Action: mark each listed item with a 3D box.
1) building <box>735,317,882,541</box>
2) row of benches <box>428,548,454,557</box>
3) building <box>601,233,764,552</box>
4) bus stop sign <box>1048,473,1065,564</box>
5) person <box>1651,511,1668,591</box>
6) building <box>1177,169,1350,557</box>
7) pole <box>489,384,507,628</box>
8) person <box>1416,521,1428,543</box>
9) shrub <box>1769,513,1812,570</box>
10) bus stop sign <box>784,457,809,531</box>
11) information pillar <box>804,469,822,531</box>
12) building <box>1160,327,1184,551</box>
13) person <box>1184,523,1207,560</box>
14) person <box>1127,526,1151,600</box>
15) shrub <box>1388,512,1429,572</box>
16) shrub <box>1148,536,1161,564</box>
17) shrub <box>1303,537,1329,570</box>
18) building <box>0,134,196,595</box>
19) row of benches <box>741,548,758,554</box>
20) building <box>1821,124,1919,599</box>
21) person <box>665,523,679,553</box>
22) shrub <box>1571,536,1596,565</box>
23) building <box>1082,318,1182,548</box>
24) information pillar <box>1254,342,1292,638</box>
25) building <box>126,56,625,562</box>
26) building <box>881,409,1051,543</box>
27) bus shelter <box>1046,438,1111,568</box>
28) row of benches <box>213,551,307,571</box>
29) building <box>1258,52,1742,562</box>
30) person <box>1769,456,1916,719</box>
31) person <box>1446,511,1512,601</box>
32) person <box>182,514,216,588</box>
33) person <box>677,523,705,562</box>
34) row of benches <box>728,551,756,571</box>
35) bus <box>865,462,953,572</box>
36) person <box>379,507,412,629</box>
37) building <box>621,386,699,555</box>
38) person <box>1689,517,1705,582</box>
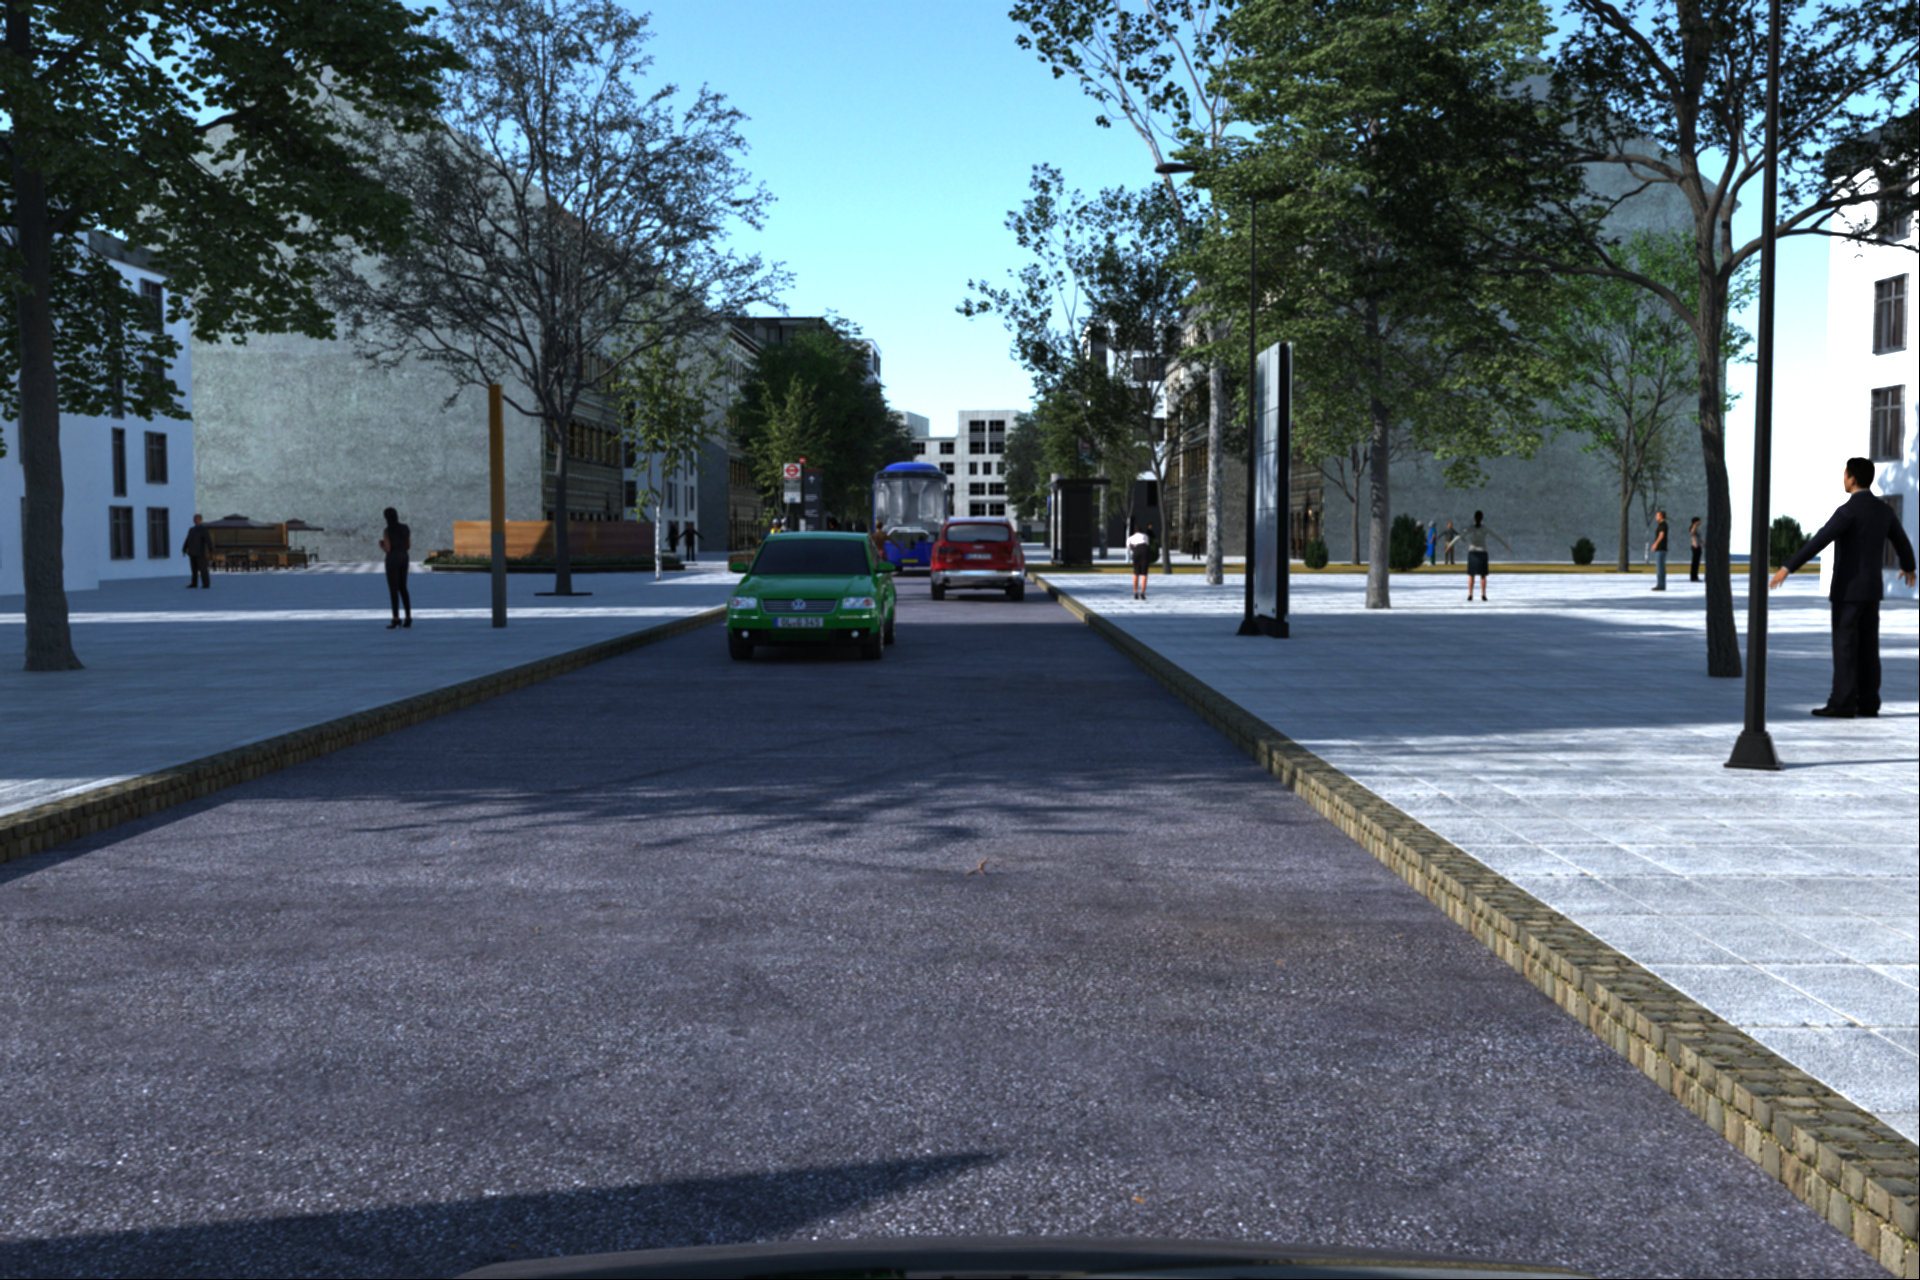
[{"bbox_3d":[-23.071,-20.530,179.632,27.936,21.610,32.646,0,4,1],"label":"building"},{"bbox_3d":[-21.125,-3.647,75.095,1.422,0.672,4.104,3,4,38],"label":"row of benches"},{"bbox_3d":[-25.901,-18.599,135.016,19.493,23.208,18.063,0,4,1],"label":"building"},{"bbox_3d":[4.251,-5.268,75.140,0.837,3.901,0.837,0,4,0],"label":"bus stop sign"},{"bbox_3d":[15.900,-2.027,39.357,0.705,1.803,1.348,2,4,27],"label":"person"},{"bbox_3d":[23.989,-16.868,106.727,19.493,23.208,18.063,0,4,1],"label":"building"},{"bbox_3d":[-6.325,-1.826,23.694,0.158,3.312,0.155,0,3,0],"label":"pole"},{"bbox_3d":[20.571,-4.386,77.475,0.705,1.858,1.354,2,4,35],"label":"person"},{"bbox_3d":[29.148,-3.471,61.172,1.690,2.028,1.600,0,3,0],"label":"shrub"},{"bbox_3d":[-5.656,-4.355,59.902,0.855,3.939,0.416,0,4,2],"label":"bus stop sign"},{"bbox_3d":[-5.893,-4.898,69.464,0.750,3.857,0.750,0,4,2],"label":"information pillar"},{"bbox_3d":[25.913,-18.393,131.650,19.493,23.208,18.063,0,4,0],"label":"building"},{"bbox_3d":[11.808,-4.911,86.427,1.348,1.813,0.705,1,4,18],"label":"person"},{"bbox_3d":[3.534,-1.509,33.908,0.628,1.438,0.799,-2,4,-31],"label":"person"},{"bbox_3d":[14.985,-3.310,58.535,1.690,2.028,1.600,0,3,0],"label":"shrub"},{"bbox_3d":[8.126,-3.860,74.222,1.383,1.207,1.383,0,3,0],"label":"shrub"},{"bbox_3d":[12.888,-3.151,62.639,1.383,1.207,1.383,0,3,0],"label":"shrub"},{"bbox_3d":[-24.555,-6.000,40.254,9.099,9.664,28.070,0,4,0],"label":"building"},{"bbox_3d":[-7.813,-3.551,73.529,1.422,0.672,4.104,-3,5,-44],"label":"row of benches"},{"bbox_3d":[23.316,-5.014,24.127,9.099,9.664,28.070,0,4,1],"label":"building"},{"bbox_3d":[-14.507,-4.994,87.427,0.705,1.856,1.354,-2,4,-34],"label":"person"},{"bbox_3d":[25.547,-3.661,70.978,1.383,1.207,1.383,0,3,0],"label":"shrub"},{"bbox_3d":[26.413,-20.554,180.035,27.936,21.610,32.646,0,4,1],"label":"building"},{"bbox_3d":[3.971,-1.878,22.018,0.184,3.620,1.656,0,4,1],"label":"information pillar"},{"bbox_3d":[-27.984,-15.644,86.710,19.493,23.208,18.063,0,4,0],"label":"building"},{"bbox_3d":[1.139,-23.493,253.026,31.486,18.905,16.747,1,4,10],"label":"building"},{"bbox_3d":[4.646,-5.648,69.968,2.179,5.291,8.768,0,4,-1],"label":"bus shelter"},{"bbox_3d":[-25.004,-2.856,62.162,1.422,0.672,4.104,1,4,21],"label":"row of benches"},{"bbox_3d":[26.046,-15.753,88.486,19.493,23.208,18.063,0,4,1],"label":"building"},{"bbox_3d":[6.261,-0.373,12.147,1.345,1.823,0.704,-1,4,-22],"label":"person"},{"bbox_3d":[9.963,-1.619,33.294,1.217,1.735,0.721,1,4,19],"label":"person"},{"bbox_3d":[-18.103,-2.112,41.123,0.990,1.755,0.434,2,4,26],"label":"person"},{"bbox_3d":[-12.531,-4.546,80.558,1.346,1.802,0.704,-1,4,-19],"label":"person"},{"bbox_3d":[-7.711,-2.808,61.370,1.422,0.672,4.104,0,4,-2],"label":"row of benches"},{"bbox_3d":[-1.650,-4.366,62.928,2.896,3.916,12.251,0,4,0],"label":"bus"},{"bbox_3d":[-7.702,-0.985,23.620,0.415,1.643,0.593,-1,4,-9],"label":"person"},{"bbox_3d":[-21.426,-10.399,112.173,9.099,9.664,28.070,0,4,0],"label":"building"},{"bbox_3d":[19.845,-2.428,46.507,0.721,1.737,1.217,2,4,33],"label":"person"}]
